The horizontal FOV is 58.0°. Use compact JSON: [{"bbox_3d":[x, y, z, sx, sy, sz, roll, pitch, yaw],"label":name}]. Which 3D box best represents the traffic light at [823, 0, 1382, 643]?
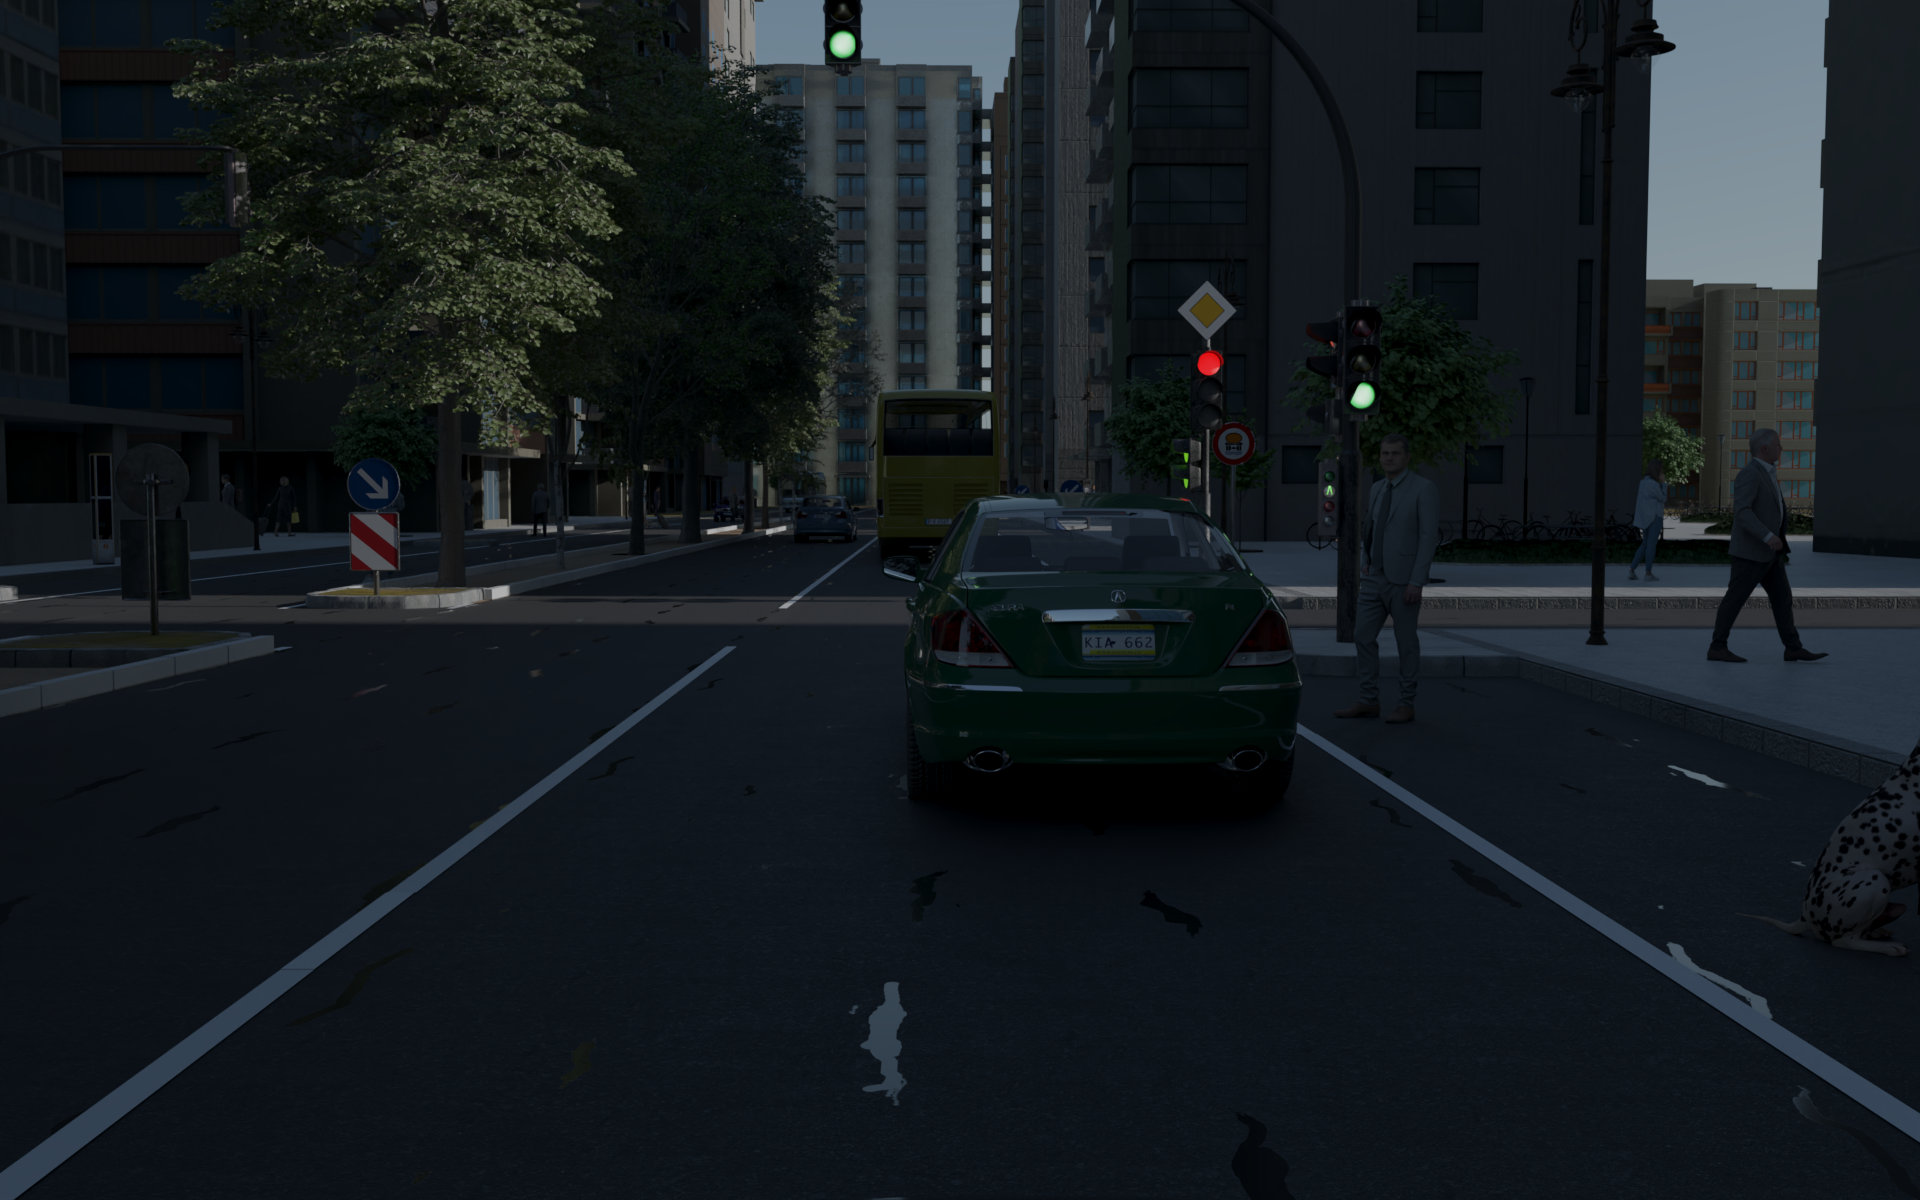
[{"bbox_3d":[1.247,-2.452,14.753,4.771,5.953,1.251,0,4,-1],"label":"traffic light"}]

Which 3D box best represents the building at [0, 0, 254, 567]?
[{"bbox_3d":[-33.144,-20.922,33.960,32.217,40.220,23.993,0,4,-1],"label":"building"}]

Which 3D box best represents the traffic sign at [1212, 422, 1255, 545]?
[{"bbox_3d":[4.832,-1.870,30.674,0.768,2.556,0.104,0,3,0],"label":"traffic sign"}]

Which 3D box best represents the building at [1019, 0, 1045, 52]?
[{"bbox_3d":[11.590,-27.768,137.595,14.154,41.232,14.086,0,4,-1],"label":"building"}]

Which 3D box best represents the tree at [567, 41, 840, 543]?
[{"bbox_3d":[-7.841,-8.611,49.902,9.857,13.997,8.962,0,3,0],"label":"tree"}]

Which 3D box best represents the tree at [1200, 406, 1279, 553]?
[{"bbox_3d":[6.286,-2.661,38.102,1.663,3.219,1.824,0,3,0],"label":"tree"}]

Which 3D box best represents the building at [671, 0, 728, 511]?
[{"bbox_3d":[-25.837,-29.570,133.585,14.600,45.320,14.200,0,4,-1],"label":"building"}]

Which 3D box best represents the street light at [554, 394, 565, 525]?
[{"bbox_3d":[-16.553,-6.006,70.991,0.468,5.910,1.993,0,4,-1],"label":"street light"}]

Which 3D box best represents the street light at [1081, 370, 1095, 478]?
[{"bbox_3d":[4.756,-5.614,64.569,0.468,5.910,1.993,0,4,-1],"label":"street light"}]

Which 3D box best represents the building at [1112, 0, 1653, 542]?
[{"bbox_3d":[11.484,-17.183,52.643,14.160,30.474,14.107,0,4,-1],"label":"building"}]

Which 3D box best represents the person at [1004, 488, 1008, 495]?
[{"bbox_3d":[3.955,-8.471,145.066,0.721,1.766,1.217,0,4,5],"label":"person"}]

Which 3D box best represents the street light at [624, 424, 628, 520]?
[{"bbox_3d":[-16.775,-6.982,86.943,0.468,5.910,1.993,0,4,-1],"label":"street light"}]

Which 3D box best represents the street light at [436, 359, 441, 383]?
[{"bbox_3d":[-16.385,-5.044,55.255,0.468,5.910,1.993,0,4,-1],"label":"street light"}]

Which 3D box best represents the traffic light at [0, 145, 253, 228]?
[{"bbox_3d":[-11.744,-2.939,22.719,4.771,5.953,1.251,0,4,-1],"label":"traffic light"}]

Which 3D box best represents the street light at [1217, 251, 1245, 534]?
[{"bbox_3d":[5.061,-3.689,33.097,0.468,5.910,1.993,0,4,-1],"label":"street light"}]

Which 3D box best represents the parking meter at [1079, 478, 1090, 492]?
[{"bbox_3d":[4.480,-3.470,62.448,0.399,1.863,0.255,-2,4,-35],"label":"parking meter"}]

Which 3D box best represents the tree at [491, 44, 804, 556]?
[{"bbox_3d":[-7.417,-6.830,39.891,9.928,11.665,9.643,0,3,0],"label":"tree"}]

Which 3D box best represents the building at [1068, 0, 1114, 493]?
[{"bbox_3d":[17.720,-28.305,82.391,23.786,49.044,30.456,0,4,-1],"label":"building"}]

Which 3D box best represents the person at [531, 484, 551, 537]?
[{"bbox_3d":[-14.151,-3.022,58.302,0.661,1.777,0.834,-3,4,-38],"label":"person"}]

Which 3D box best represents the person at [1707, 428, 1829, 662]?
[{"bbox_3d":[6.131,-0.408,13.119,0.834,1.777,0.661,2,4,32],"label":"person"}]

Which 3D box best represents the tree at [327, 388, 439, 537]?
[{"bbox_3d":[-17.173,-4.177,52.001,4.285,4.588,4.351,0,3,0],"label":"tree"}]

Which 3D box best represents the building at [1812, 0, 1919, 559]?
[{"bbox_3d":[29.443,-25.015,32.696,21.600,48.544,21.300,0,4,-1],"label":"building"}]

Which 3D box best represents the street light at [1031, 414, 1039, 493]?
[{"bbox_3d":[4.226,-7.641,97.725,0.468,5.910,1.993,0,4,-1],"label":"street light"}]

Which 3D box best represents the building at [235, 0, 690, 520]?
[{"bbox_3d":[-29.430,-27.942,111.473,22.147,44.769,28.867,0,4,-1],"label":"building"}]

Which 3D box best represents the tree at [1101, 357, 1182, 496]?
[{"bbox_3d":[5.053,-3.548,41.719,4.285,4.588,4.351,0,3,0],"label":"tree"}]

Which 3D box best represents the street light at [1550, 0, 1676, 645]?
[{"bbox_3d":[5.430,-2.557,14.589,0.468,5.910,1.993,0,4,-1],"label":"street light"}]

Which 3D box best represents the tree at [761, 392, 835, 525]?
[{"bbox_3d":[-8.149,-8.097,85.212,4.737,8.622,4.395,0,3,0],"label":"tree"}]

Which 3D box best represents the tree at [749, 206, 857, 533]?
[{"bbox_3d":[-7.532,-8.583,60.914,7.486,12.596,7.792,0,3,0],"label":"tree"}]

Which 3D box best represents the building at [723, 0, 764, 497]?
[{"bbox_3d":[-32.834,-34.754,157.461,27.495,52.752,28.713,0,4,-1],"label":"building"}]

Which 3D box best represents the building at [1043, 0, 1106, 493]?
[{"bbox_3d":[16.108,-35.065,115.309,21.231,58.520,28.212,0,4,-1],"label":"building"}]

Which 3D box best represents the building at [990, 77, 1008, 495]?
[{"bbox_3d":[10.629,-32.999,189.639,14.200,45.320,14.600,0,4,-1],"label":"building"}]

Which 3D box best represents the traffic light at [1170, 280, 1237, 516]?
[{"bbox_3d":[3.225,-2.079,22.908,0.839,4.253,0.868,0,4,-1],"label":"traffic light"}]

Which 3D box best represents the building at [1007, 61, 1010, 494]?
[{"bbox_3d":[11.497,-29.498,165.880,14.154,41.232,14.086,0,4,-1],"label":"building"}]

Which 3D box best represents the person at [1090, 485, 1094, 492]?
[{"bbox_3d":[7.681,-5.730,99.708,1.348,1.826,0.705,1,4,9],"label":"person"}]

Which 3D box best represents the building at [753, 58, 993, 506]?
[{"bbox_3d":[-11.754,-35.086,193.271,30.456,49.044,23.786,0,4,-1],"label":"building"}]

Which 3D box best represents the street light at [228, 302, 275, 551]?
[{"bbox_3d":[-16.009,-4.066,39.260,0.468,5.910,1.993,0,4,-1],"label":"street light"}]

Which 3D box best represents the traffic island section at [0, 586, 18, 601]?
[{"bbox_3d":[-13.874,-0.031,22.788,2.009,0.180,2.903,0,4,-1],"label":"traffic island section"}]

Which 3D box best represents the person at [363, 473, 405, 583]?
[{"bbox_3d":[-9.201,-1.154,27.631,0.793,1.790,0.793,-3,5,-41],"label":"person"}]

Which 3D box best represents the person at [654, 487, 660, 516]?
[{"bbox_3d":[-17.299,-5.627,98.958,0.530,1.710,0.541,1,4,19],"label":"person"}]

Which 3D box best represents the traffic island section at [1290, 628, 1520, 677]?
[{"bbox_3d":[3.377,0.443,15.038,2.009,0.180,2.903,0,4,-1],"label":"traffic island section"}]

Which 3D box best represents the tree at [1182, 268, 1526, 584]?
[{"bbox_3d":[6.344,-2.548,25.372,4.285,4.588,4.351,0,3,0],"label":"tree"}]

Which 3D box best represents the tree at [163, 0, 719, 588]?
[{"bbox_3d":[-7.417,-6.382,24.936,7.486,12.596,7.792,0,3,0],"label":"tree"}]

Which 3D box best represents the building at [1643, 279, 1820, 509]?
[{"bbox_3d":[58.325,-19.257,159.896,28.899,21.520,27.650,0,4,-1],"label":"building"}]

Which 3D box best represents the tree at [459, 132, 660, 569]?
[{"bbox_3d":[-7.552,-4.870,32.451,4.737,8.622,4.395,0,3,0],"label":"tree"}]

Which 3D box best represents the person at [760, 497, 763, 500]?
[{"bbox_3d":[-18.401,-9.378,162.632,0.557,1.426,1.065,2,4,28],"label":"person"}]

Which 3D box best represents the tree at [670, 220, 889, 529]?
[{"bbox_3d":[-7.971,-9.656,70.709,12.009,13.543,11.850,0,3,0],"label":"tree"}]

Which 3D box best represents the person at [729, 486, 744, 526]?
[{"bbox_3d":[-10.025,-4.186,77.127,0.728,1.800,0.709,3,5,40],"label":"person"}]

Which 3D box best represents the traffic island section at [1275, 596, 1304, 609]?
[{"bbox_3d":[3.265,-0.045,23.023,2.009,0.180,2.903,0,4,-1],"label":"traffic island section"}]

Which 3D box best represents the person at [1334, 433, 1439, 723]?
[{"bbox_3d":[2.737,-0.143,10.945,0.391,1.810,0.635,-3,5,-40],"label":"person"}]

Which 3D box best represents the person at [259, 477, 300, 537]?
[{"bbox_3d":[-20.686,-2.820,52.362,1.509,1.804,0.699,2,4,27],"label":"person"}]

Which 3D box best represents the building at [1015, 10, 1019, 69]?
[{"bbox_3d":[11.999,-30.672,151.594,14.600,45.320,14.200,0,4,-1],"label":"building"}]

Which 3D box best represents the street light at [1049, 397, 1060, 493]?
[{"bbox_3d":[4.388,-6.626,81.130,0.468,5.910,1.993,0,4,-1],"label":"street light"}]

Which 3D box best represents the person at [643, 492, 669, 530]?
[{"bbox_3d":[-12.472,-3.732,69.734,1.509,1.804,0.699,-2,4,-26],"label":"person"}]

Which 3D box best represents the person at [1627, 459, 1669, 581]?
[{"bbox_3d":[10.198,-1.185,25.680,0.793,1.790,0.793,-2,4,-34],"label":"person"}]

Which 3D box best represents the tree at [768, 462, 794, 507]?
[{"bbox_3d":[-18.027,-11.727,175.448,4.285,4.588,4.351,0,3,0],"label":"tree"}]

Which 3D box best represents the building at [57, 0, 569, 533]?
[{"bbox_3d":[-27.292,-25.342,68.968,22.147,44.769,28.867,0,4,-1],"label":"building"}]

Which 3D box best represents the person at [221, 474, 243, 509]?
[{"bbox_3d":[-20.584,-2.619,48.822,0.822,1.834,0.622,-1,4,-21],"label":"person"}]

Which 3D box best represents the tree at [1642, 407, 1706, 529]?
[{"bbox_3d":[25.590,-4.907,63.948,4.285,4.588,4.351,0,3,0],"label":"tree"}]

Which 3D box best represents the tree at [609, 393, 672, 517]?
[{"bbox_3d":[-17.460,-8.889,95.701,4.360,8.622,3.978,0,3,0],"label":"tree"}]
